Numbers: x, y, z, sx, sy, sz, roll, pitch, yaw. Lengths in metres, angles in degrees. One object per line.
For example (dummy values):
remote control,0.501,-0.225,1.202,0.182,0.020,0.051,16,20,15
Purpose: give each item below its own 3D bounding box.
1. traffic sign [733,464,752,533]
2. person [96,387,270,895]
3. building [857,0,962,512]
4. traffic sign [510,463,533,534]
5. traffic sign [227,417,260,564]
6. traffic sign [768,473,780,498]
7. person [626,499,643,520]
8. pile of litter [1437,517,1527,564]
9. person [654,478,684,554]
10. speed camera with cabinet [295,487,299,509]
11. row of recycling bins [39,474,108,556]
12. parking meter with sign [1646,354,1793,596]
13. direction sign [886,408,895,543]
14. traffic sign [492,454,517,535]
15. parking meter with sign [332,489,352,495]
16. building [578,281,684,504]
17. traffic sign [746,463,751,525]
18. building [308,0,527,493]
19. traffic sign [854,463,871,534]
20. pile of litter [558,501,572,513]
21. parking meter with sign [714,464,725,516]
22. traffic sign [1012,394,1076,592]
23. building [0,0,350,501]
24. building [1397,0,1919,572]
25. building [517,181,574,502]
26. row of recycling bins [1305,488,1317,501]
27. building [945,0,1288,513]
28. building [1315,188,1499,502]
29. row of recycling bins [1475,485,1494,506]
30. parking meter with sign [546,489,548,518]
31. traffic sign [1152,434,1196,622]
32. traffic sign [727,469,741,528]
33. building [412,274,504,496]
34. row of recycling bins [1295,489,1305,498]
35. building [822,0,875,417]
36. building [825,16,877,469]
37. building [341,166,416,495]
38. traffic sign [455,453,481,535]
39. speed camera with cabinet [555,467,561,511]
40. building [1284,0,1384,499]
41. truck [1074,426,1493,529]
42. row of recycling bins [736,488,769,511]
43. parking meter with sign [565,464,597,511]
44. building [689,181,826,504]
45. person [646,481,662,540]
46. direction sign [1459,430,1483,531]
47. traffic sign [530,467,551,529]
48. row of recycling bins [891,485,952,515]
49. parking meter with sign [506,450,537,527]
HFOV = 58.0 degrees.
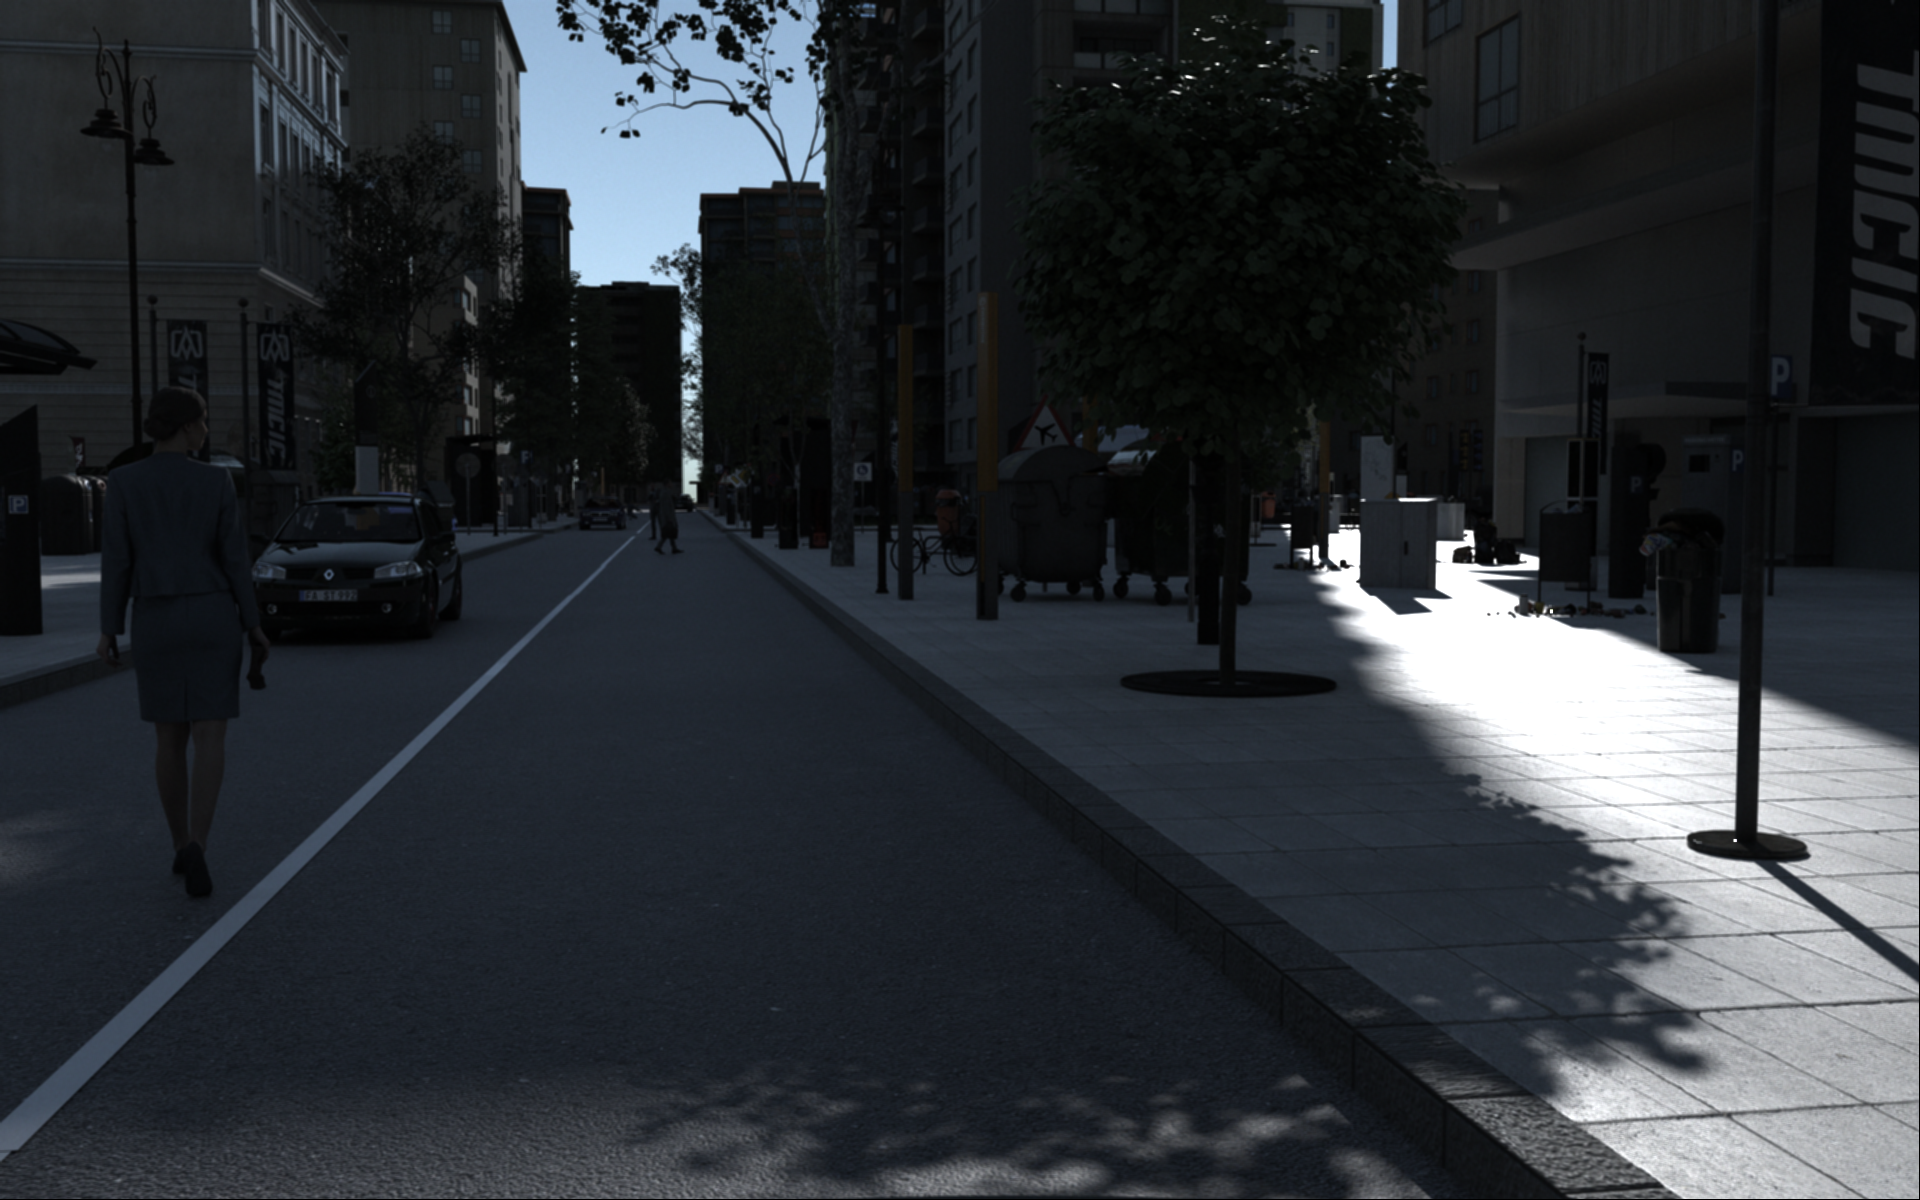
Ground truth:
traffic sign,-7.115,-3.287,57.388,0.795,2.450,0.064,-1,4,-9
person,-2.850,0.136,6.305,0.581,1.822,0.654,-1,4,-8
building,4.548,-28.383,118.693,22.147,44.769,28.867,-1,4,-9
traffic sign,-14.269,-3.218,56.250,0.795,2.450,0.064,-1,4,-9
traffic sign,-11.749,-1.752,28.749,0.768,2.556,0.104,-1,4,-8
traffic sign,-11.540,-6.556,107.301,0.768,2.556,0.104,0,4,-6
person,-18.280,-5.038,96.366,1.012,1.151,0.738,2,4,34
pile of litter,9.678,-1.120,32.270,1.719,0.858,1.176,1,4,18
person,-6.970,-2.011,41.486,0.767,1.812,0.694,-1,4,-18
speed camera with cabinet,-13.709,-2.361,32.942,2.038,3.252,0.660,-1,4,-8
row of recycling bins,-19.151,-1.870,37.685,1.069,1.692,3.534,-1,4,-11
parking meter with sign,9.763,-1.601,22.436,0.543,3.016,1.738,-2,4,-34
direction sign,-1.876,-3.297,45.911,0.379,3.537,0.876,0,4,1
traffic sign,-14.391,-3.341,54.727,0.768,2.556,0.104,0,4,-6
parking meter with sign,-24.503,-4.425,68.616,1.738,3.016,0.543,-3,5,-40
building,-45.366,-28.565,238.742,14.107,30.474,14.160,-1,4,-9
traffic sign,-8.590,-4.349,71.217,0.768,2.556,0.104,0,4,-3
building,-60.988,-36.381,184.065,27.495,52.752,28.713,-1,4,-9
traffic sign,-3.163,-3.303,56.135,0.606,2.300,0.079,-1,4,-9
pile of litter,-26.658,-6.280,116.638,1.176,0.858,1.719,-3,4,-37
parking meter with sign,-14.062,-6.452,101.752,0.543,3.016,1.738,0,4,-2
traffic sign,1.110,-1.382,22.597,0.884,2.594,0.081,0,4,-6
building,-37.068,-18.037,80.815,13.634,28.700,20.117,-1,4,-9
building,25.730,-26.949,29.858,28.713,52.752,27.495,-1,4,-9
building,-67.971,-35.653,237.548,28.867,44.769,22.147,-1,4,-9
row of recycling bins,25.443,-6.758,117.601,3.534,1.692,1.069,2,4,35
building,7.081,-24.554,85.058,14.086,41.232,14.154,-1,4,-9
building,38.669,-15.372,96.378,28.899,21.520,27.650,-1,4,-9
row of recycling bins,23.970,-4.315,77.657,1.069,1.692,3.534,0,4,-2
parking meter with sign,-23.419,-6.018,94.663,1.738,3.016,0.543,0,4,-2
traffic sign,2.319,-1.058,17.305,0.884,2.594,0.081,0,4,-3
traffic sign,-8.397,-3.769,65.270,0.795,2.450,0.064,-1,4,-9
building,-54.908,-18.567,148.616,27.650,21.520,28.899,-1,4,-9
row of recycling bins,25.304,-7.795,134.565,3.534,1.692,1.069,1,4,12
building,-6.242,-53.623,189.401,22.319,86.520,31.000,-1,4,-9
building,-4.258,-28.727,153.275,14.154,41.232,14.086,-1,4,-9
building,-41.916,-17.672,108.018,14.460,24.649,34.723,-1,4,-9
traffic sign,-15.320,-3.293,53.955,0.768,2.556,0.104,0,4,-4
speed camera with cabinet,-29.638,-8.124,127.166,0.660,3.252,2.038,-1,4,-11
building,32.193,-40.360,201.884,28.212,58.520,21.231,-1,4,-9
truck,12.816,-4.635,65.549,18.799,4.110,2.967,-1,4,-11
row of recycling bins,-14.645,-7.069,122.697,1.069,1.692,3.534,-3,4,-39
parking meter with sign,-22.309,-6.462,101.915,0.543,3.016,1.738,3,5,43
building,-23.906,-36.123,245.232,28.867,44.769,22.147,-1,4,-9
person,-9.550,-2.823,54.455,0.655,1.846,0.447,1,4,9
direction sign,17.953,-4.216,60.935,0.876,3.537,0.379,-1,4,-12
traffic sign,-15.551,-3.700,64.132,0.795,2.450,0.064,-1,4,-9
row of recycling bins,-1.885,-4.485,80.440,3.534,1.692,1.069,-3,4,-36
parking meter with sign,-17.295,-4.390,68.035,0.543,3.016,1.738,0,4,6
